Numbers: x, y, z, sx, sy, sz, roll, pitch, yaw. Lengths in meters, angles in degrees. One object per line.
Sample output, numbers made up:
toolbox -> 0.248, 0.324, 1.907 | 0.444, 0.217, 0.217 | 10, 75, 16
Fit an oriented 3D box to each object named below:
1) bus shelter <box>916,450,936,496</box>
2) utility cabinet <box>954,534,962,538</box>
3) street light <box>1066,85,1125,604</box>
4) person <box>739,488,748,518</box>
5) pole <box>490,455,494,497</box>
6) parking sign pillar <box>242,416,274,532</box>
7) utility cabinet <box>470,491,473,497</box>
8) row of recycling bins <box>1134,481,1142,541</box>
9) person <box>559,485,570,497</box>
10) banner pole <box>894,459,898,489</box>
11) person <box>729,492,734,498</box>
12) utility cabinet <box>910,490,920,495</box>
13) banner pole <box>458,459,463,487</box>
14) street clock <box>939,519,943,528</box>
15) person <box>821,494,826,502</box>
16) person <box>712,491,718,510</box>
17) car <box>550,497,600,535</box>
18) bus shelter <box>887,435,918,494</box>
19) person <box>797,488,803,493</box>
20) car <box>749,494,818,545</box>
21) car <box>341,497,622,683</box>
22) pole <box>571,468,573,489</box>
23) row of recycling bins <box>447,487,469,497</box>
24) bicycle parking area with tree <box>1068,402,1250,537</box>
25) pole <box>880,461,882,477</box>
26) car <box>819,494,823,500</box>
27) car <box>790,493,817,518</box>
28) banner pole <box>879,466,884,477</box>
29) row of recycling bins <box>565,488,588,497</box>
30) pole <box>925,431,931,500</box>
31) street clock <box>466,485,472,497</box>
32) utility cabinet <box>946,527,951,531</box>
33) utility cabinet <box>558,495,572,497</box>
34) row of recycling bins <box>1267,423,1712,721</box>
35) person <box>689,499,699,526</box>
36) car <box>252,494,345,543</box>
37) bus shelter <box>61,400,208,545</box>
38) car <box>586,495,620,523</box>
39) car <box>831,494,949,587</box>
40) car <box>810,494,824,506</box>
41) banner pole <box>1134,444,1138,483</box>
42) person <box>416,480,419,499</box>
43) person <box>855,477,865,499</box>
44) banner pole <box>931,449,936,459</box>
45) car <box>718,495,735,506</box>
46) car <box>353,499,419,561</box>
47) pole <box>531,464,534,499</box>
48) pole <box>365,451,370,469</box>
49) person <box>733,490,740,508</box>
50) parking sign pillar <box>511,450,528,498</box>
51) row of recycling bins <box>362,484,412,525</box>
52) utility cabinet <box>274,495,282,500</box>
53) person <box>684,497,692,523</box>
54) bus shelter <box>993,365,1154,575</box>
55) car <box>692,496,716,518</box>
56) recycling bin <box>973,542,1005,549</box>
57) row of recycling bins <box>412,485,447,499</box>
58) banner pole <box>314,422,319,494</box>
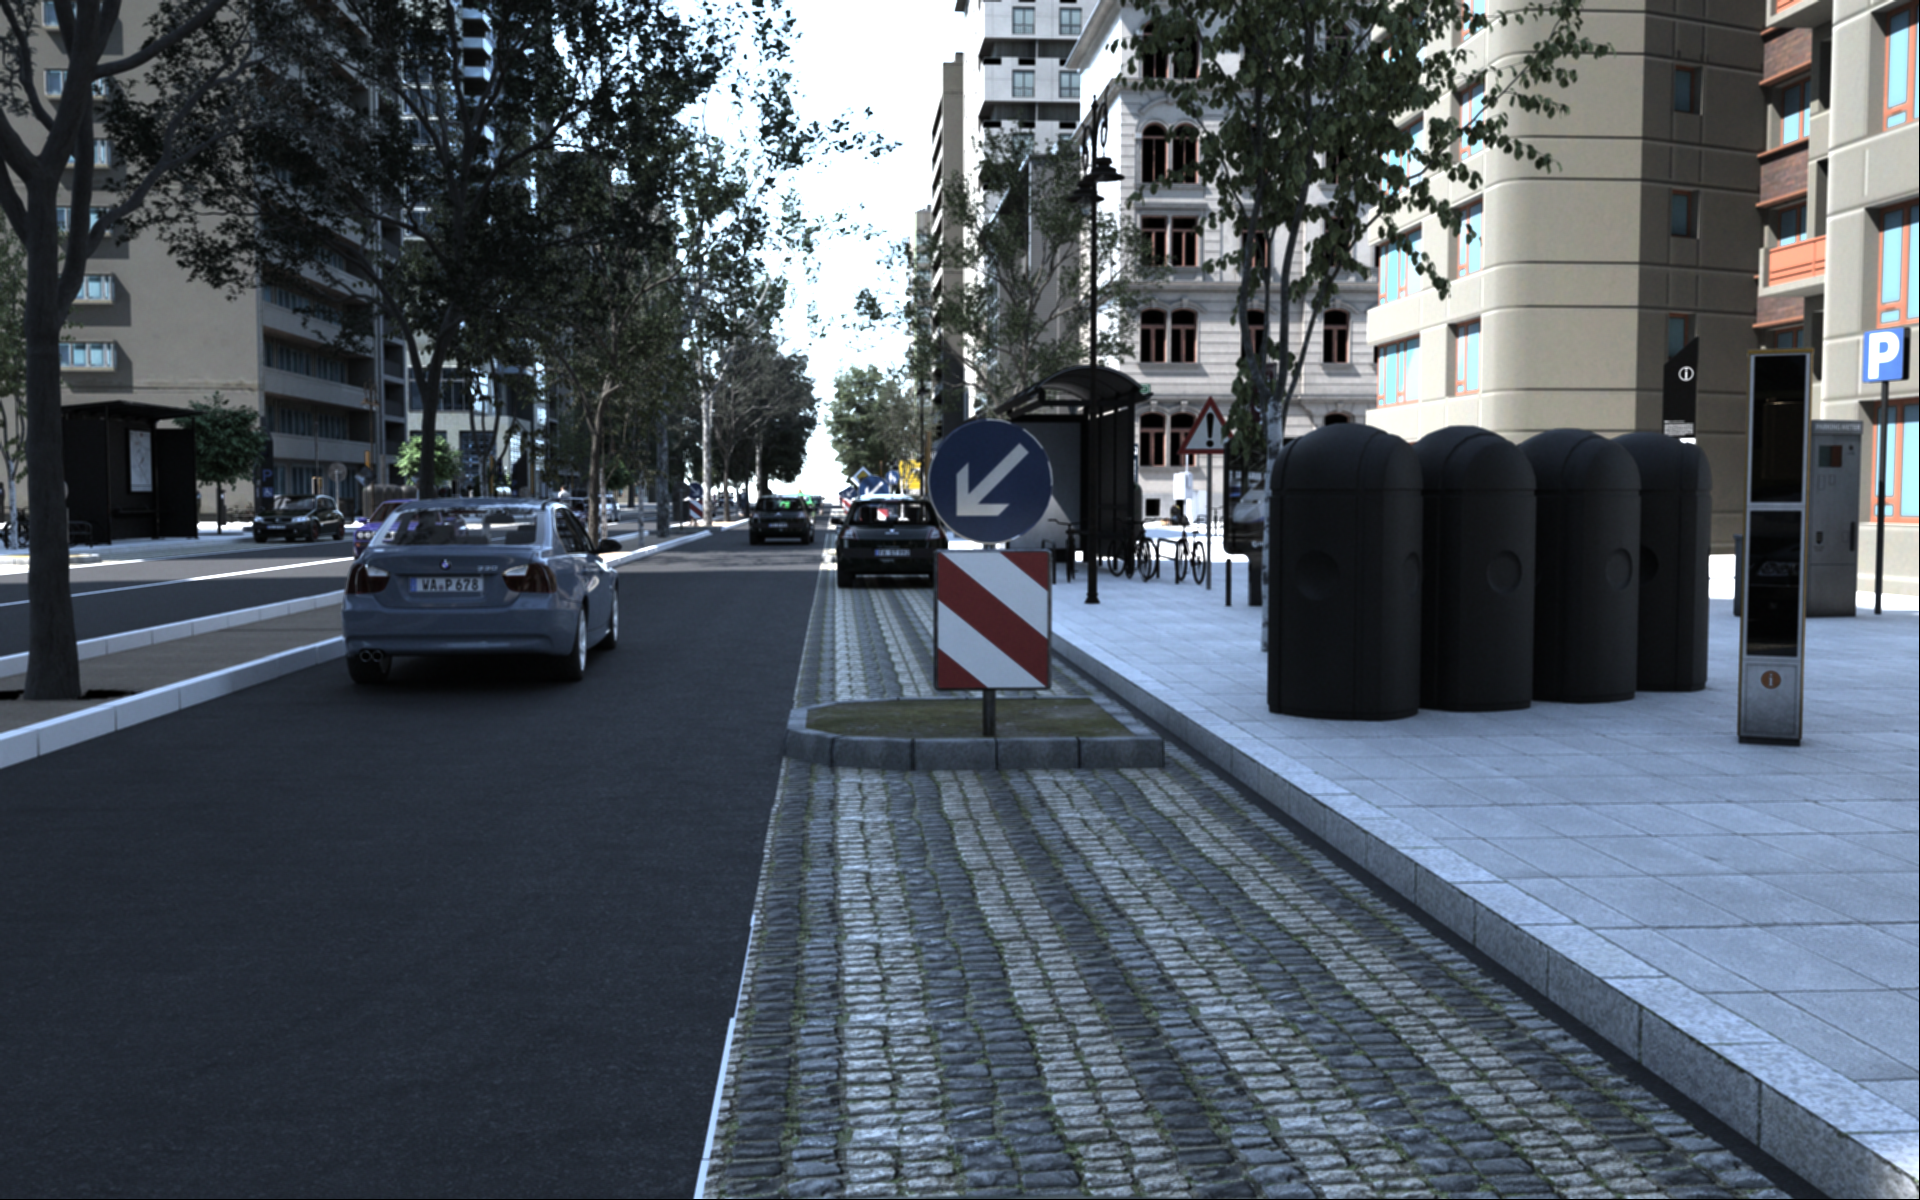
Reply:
bus shelter -> -0.934, -5.241, 79.620 | 2.014, 3.302, 5.546 | 0, 4, -4
utility cabinet -> 0.169, -2.423, 50.778 | 0.306, 1.237, 1.020 | -2, 4, -29
street light -> 1.555, -2.899, 20.182 | 0.468, 5.910, 1.993 | 0, 4, -4
person -> -12.864, -5.785, 103.112 | 0.581, 1.822, 0.654 | 2, 4, 30
pole -> -24.652, -5.955, 91.211 | 0.158, 3.312, 0.155 | 0, 3, 0
parking sign pillar -> -23.915, -4.342, 59.472 | 1.447, 3.967, 1.447 | -2, 4, -33
utility cabinet -> -30.723, -6.238, 110.670 | 1.173, 1.500, 0.318 | 1, 4, 11
row of recycling bins -> 3.258, -2.495, 47.898 | 3.534, 1.692, 1.069 | 0, 4, -3
person -> -18.575, -4.470, 81.435 | 0.661, 1.843, 0.795 | -3, 5, -42
banner pole -> -3.757, -7.186, 107.513 | 0.863, 3.779, 0.401 | -2, 4, -27
person -> -34.109, -15.134, 255.943 | 1.348, 1.824, 0.705 | 1, 4, 18
utility cabinet -> -2.359, -5.005, 90.512 | 0.318, 1.500, 1.173 | -1, 4, -16
banner pole -> -35.957, -8.234, 124.645 | 0.863, 3.779, 0.401 | 3, 5, 43
street clock -> -0.587, -3.082, 54.962 | 0.358, 2.002, 0.471 | 2, 4, 28
person -> -19.935, -14.707, 252.147 | 0.799, 1.438, 0.628 | 0, 4, -4
person -> -21.767, -8.805, 153.386 | 0.541, 1.710, 0.530 | 3, 5, 41
car -> -13.312, -2.823, 58.743 | 1.945, 1.354, 3.894 | 0, 4, -2
bus shelter -> -3.721, -8.338, 113.951 | 2.179, 5.291, 8.768 | 0, 4, -4
person -> -10.611, -6.504, 114.823 | 0.580, 1.828, 0.573 | 3, 4, 39
car -> -5.169, -2.490, 50.505 | 2.009, 1.686, 4.222 | 0, 4, -2
car -> -3.892, -0.152, 14.494 | 2.014, 1.417, 4.499 | 0, 4, -6
pole -> -30.775, -8.784, 137.469 | 0.158, 3.312, 0.155 | 0, 3, 0
row of recycling bins -> -28.995, -5.438, 96.019 | 3.534, 1.692, 1.069 | 0, 4, -5
bicycle parking area with tree -> 6.069, -4.033, 52.939 | 8.231, 4.147, 9.016 | 1, 4, 12
pole -> -4.847, -6.881, 106.345 | 0.158, 3.312, 0.155 | 0, 3, 0
car -> -17.196, -12.047, 207.188 | 2.015, 1.641, 3.980 | 0, 4, -5
car -> -7.988, -4.668, 85.112 | 1.959, 1.807, 4.718 | 0, 4, -4
banner pole -> -6.062, -9.029, 137.641 | 0.863, 3.779, 0.401 | -2, 4, -34
row of recycling bins -> -28.712, -7.457, 129.039 | 1.069, 1.692, 3.534 | -2, 4, -32
pole -> -1.037, -3.810, 56.135 | 0.158, 3.312, 0.155 | 0, 3, 0
street clock -> -40.279, -8.415, 142.161 | 0.471, 2.002, 0.358 | -2, 4, -25
utility cabinet -> -0.128, -3.098, 59.336 | 1.173, 1.500, 0.318 | -2, 4, -30
utility cabinet -> -26.615, -6.451, 116.634 | 1.020, 1.237, 0.306 | 2, 4, 32
row of recycling bins -> 3.437, -0.227, 10.822 | 3.534, 1.692, 1.069 | -2, 4, -32
person -> -11.463, -3.799, 74.881 | 0.640, 1.303, 0.475 | 1, 4, 18
car -> -19.845, -2.583, 52.018 | 2.009, 1.686, 4.222 | 0, 4, -3
bus shelter -> -22.074, -3.371, 46.391 | 1.731, 3.624, 6.357 | 0, 4, -4
car -> -18.174, -4.600, 87.210 | 2.014, 1.417, 4.499 | 0, 4, -5
car -> -1.091, -1.105, 27.849 | 2.009, 1.686, 4.222 | 0, 4, -2
car -> -15.289, -10.381, 181.738 | 2.014, 1.417, 4.499 | 0, 4, -3
banner pole -> 7.450, -5.258, 75.979 | 0.863, 3.779, 0.401 | 2, 4, 34
person -> -14.929, -2.423, 48.218 | 0.850, 1.850, 0.679 | 0, 4, 5
person -> -2.127, -1.808, 38.251 | 0.419, 1.800, 0.721 | -1, 4, -8
banner pole -> -1.064, -5.724, 83.604 | 0.863, 3.779, 0.401 | 1, 4, 10
car -> -27.430, -11.668, 203.355 | 1.945, 1.354, 3.894 | 0, 4, -5
car -> -11.247, -1.408, 35.602 | 1.945, 1.354, 3.894 | 0, 4, -6
pole -> -28.864, -7.525, 116.878 | 0.158, 3.312, 0.155 | 0, 3, 0
pole -> -27.967, -5.381, 81.825 | 0.158, 3.312, 0.155 | 0, 3, 0
person -> -23.177, -10.540, 180.968 | 0.705, 1.807, 1.348 | 3, 4, 36
parking sign pillar -> -26.846, -7.162, 105.572 | 1.447, 3.967, 1.447 | 1, 4, 14
row of recycling bins -> -24.409, -4.056, 73.427 | 1.069, 1.692, 3.534 | 0, 4, -2
utility cabinet -> -31.145, -4.159, 79.163 | 1.020, 1.237, 0.306 | -2, 4, -29
person -> -13.172, -4.598, 84.033 | 0.694, 1.780, 0.624 | 2, 4, 32
bus shelter -> 1.824, -2.201, 29.904 | 2.014, 3.302, 5.546 | 0, 4, -4
car -> -15.336, -5.458, 101.819 | 1.945, 1.354, 3.894 | 0, 4, -2
recycling bin -> 0.748, -1.652, 39.566 | 0.722, 1.027, 0.722 | 2, 4, 24
row of recycling bins -> -24.159, -4.295, 77.334 | 1.069, 1.692, 3.534 | 0, 4, 2
banner pole -> -22.351, -4.295, 60.239 | 0.401, 3.779, 0.863 | -1, 4, -23
